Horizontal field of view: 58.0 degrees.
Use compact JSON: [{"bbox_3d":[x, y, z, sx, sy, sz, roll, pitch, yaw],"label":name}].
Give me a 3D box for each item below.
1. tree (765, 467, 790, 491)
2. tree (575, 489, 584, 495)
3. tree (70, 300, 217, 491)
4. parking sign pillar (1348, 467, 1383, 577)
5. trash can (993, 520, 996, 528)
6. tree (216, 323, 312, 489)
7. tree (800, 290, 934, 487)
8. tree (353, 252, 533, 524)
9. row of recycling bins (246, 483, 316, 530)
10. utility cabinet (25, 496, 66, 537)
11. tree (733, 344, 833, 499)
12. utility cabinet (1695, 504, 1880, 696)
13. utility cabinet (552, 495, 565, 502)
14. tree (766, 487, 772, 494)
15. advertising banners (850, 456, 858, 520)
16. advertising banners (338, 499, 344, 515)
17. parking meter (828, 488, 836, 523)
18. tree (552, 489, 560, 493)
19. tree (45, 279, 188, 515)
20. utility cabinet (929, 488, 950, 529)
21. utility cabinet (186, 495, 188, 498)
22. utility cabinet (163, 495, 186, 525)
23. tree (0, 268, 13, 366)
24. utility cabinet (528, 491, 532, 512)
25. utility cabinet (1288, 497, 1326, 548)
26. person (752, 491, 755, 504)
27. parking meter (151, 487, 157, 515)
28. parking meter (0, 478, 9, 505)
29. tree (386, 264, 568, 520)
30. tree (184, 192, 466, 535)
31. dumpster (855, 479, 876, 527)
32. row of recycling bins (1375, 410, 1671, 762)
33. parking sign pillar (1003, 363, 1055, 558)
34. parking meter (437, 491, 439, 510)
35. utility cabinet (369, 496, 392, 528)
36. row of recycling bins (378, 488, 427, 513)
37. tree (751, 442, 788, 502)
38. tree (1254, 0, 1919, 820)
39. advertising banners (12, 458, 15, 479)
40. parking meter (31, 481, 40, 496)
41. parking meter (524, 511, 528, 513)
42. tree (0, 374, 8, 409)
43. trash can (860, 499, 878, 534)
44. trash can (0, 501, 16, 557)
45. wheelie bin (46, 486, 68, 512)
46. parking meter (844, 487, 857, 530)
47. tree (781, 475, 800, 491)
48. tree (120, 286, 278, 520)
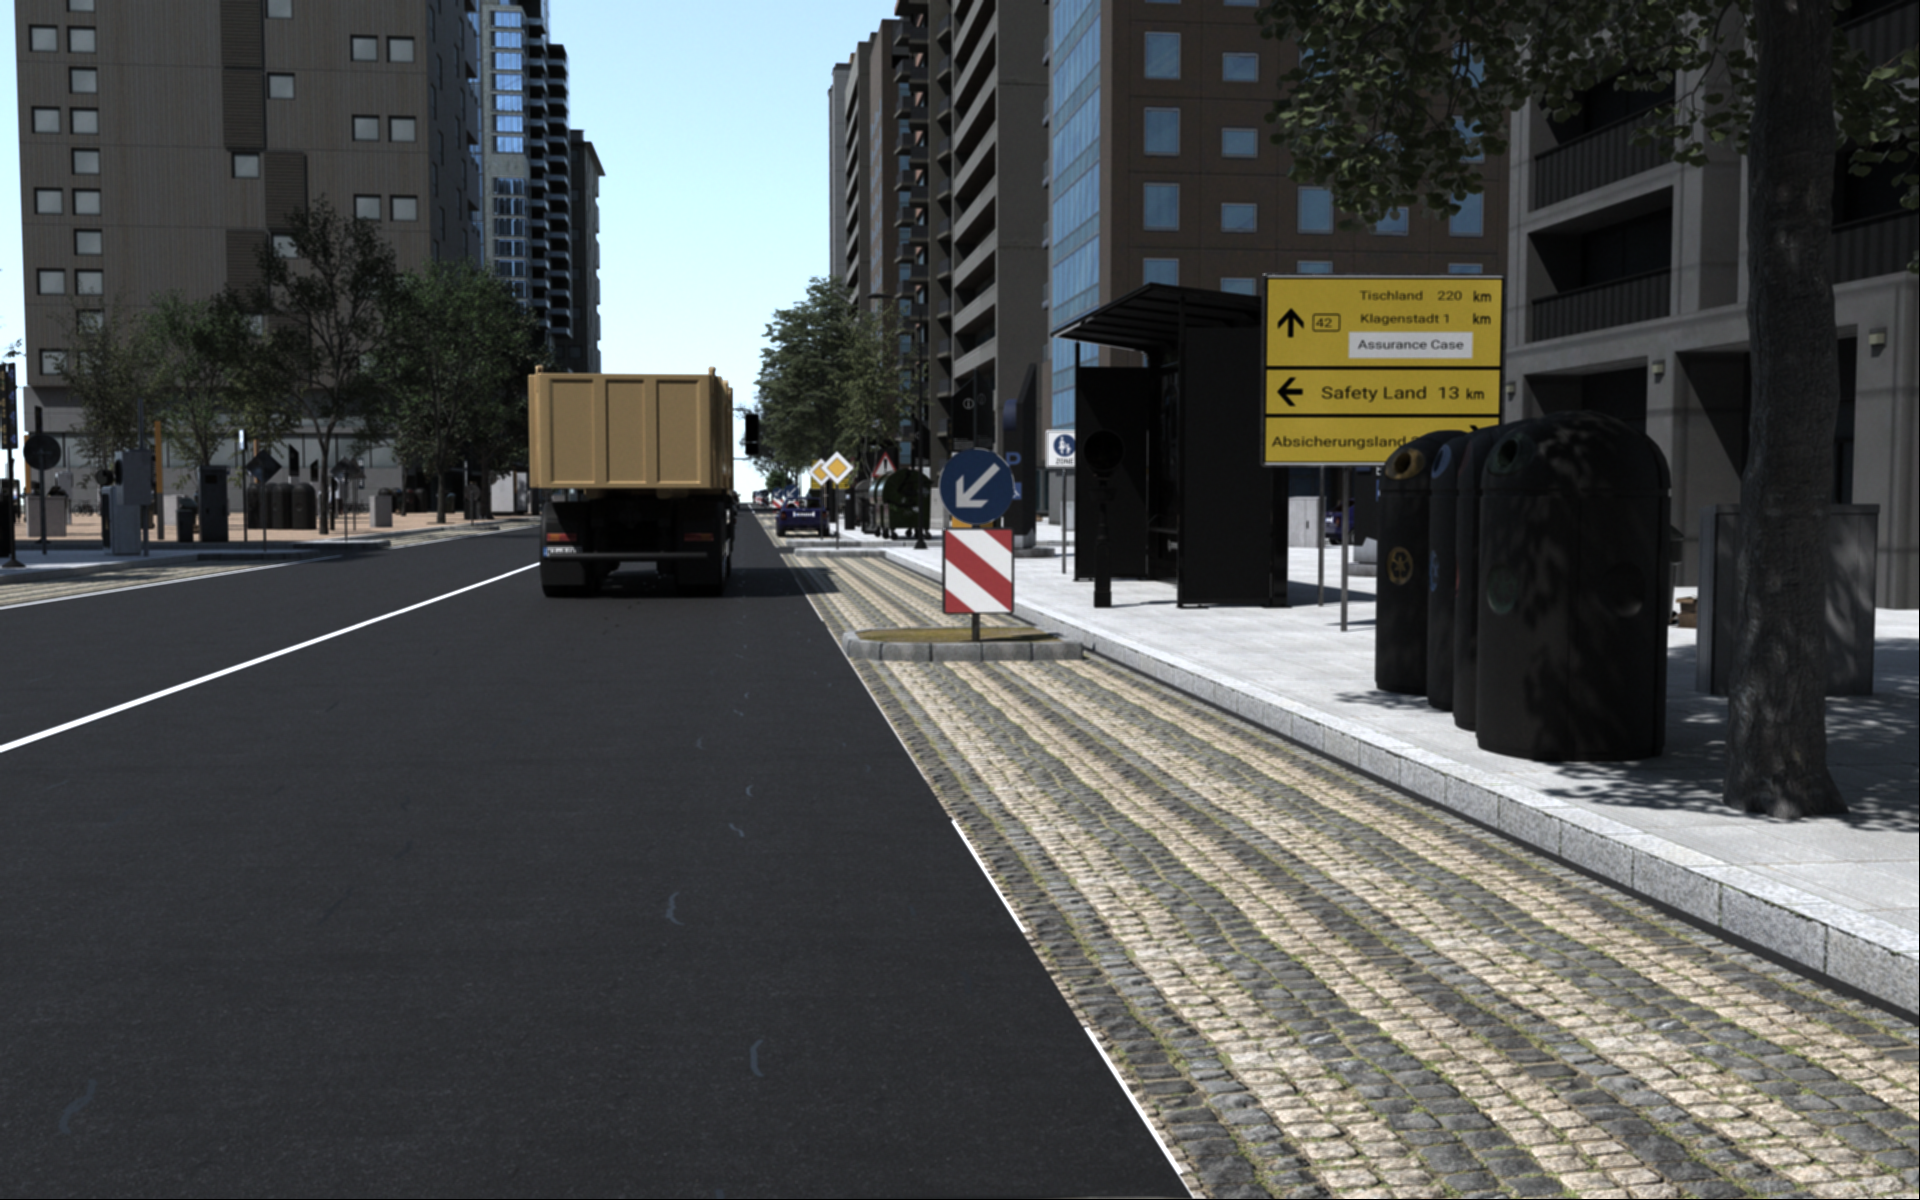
[{"bbox_3d":[-21.783,-13.683,207.435,4.285,4.588,4.351,0,3,0],"label":"tree"},{"bbox_3d":[-30.992,-9.078,143.021,1.663,3.219,1.824,0,3,0],"label":"tree"},{"bbox_3d":[-32.195,-7.114,66.676,4.737,8.622,4.395,0,3,0],"label":"tree"},{"bbox_3d":[6.808,-2.366,27.162,1.447,3.967,1.447,-2,4,-32],"label":"parking sign pillar"},{"bbox_3d":[0.541,-1.768,40.554,0.748,1.137,0.748,0,3,0],"label":"trash can"},{"bbox_3d":[-30.398,-7.636,75.205,4.737,8.622,4.395,0,3,0],"label":"tree"},{"bbox_3d":[-3.136,-6.923,63.546,4.737,8.622,4.395,0,3,0],"label":"tree"},{"bbox_3d":[-22.380,-9.103,74.596,9.928,11.665,9.643,0,3,0],"label":"tree"},{"bbox_3d":[-24.772,-3.426,63.132,3.534,1.692,1.069,2,4,34],"label":"row of recycling bins"},{"bbox_3d":[-27.373,-2.490,51.868,1.020,1.237,0.306,-3,5,-40],"label":"utility cabinet"},{"bbox_3d":[-13.377,-14.072,140.441,12.009,13.543,11.850,0,3,0],"label":"tree"},{"bbox_3d":[5.307,0.001,11.143,1.020,1.237,0.306,0,4,2],"label":"utility cabinet"},{"bbox_3d":[-27.978,-6.723,121.087,1.020,1.237,0.306,-2,4,-30],"label":"utility cabinet"},{"bbox_3d":[-27.135,-15.566,249.108,1.663,3.219,1.824,0,3,0],"label":"tree"},{"bbox_3d":[-4.651,-5.129,80.053,0.090,3.025,2.074,-2,4,-26],"label":"advertising banners"},{"bbox_3d":[-37.364,-6.625,104.505,0.090,3.025,2.074,0,4,-4],"label":"advertising banners"},{"bbox_3d":[-5.694,-4.213,77.288,0.372,1.533,0.369,0,3,0],"label":"parking meter"},{"bbox_3d":[-27.383,-7.450,116.410,1.663,3.219,1.824,0,3,0],"label":"tree"},{"bbox_3d":[-29.459,-6.717,60.191,4.360,8.622,3.978,0,3,0],"label":"tree"},{"bbox_3d":[-0.830,-3.305,62.715,0.318,1.500,1.173,-2,4,-35],"label":"utility cabinet"},{"bbox_3d":[-44.051,-5.303,97.865,1.020,1.237,0.306,2,4,26],"label":"utility cabinet"},{"bbox_3d":[-32.345,-3.662,71.039,1.020,1.237,0.306,2,4,25],"label":"utility cabinet"},{"bbox_3d":[-30.623,-6.241,52.409,4.360,8.622,3.978,0,3,0],"label":"tree"},{"bbox_3d":[-29.791,-6.752,119.067,1.173,1.500,0.318,2,4,30],"label":"utility cabinet"},{"bbox_3d":[8.272,-1.849,41.392,0.306,1.237,1.020,-2,4,-32],"label":"utility cabinet"},{"bbox_3d":[-28.961,-14.352,243.085,0.705,1.831,1.348,0,4,7],"label":"person"},{"bbox_3d":[-49.357,-6.141,106.111,0.399,1.863,0.255,1,4,22],"label":"parking meter"},{"bbox_3d":[-35.398,-3.579,64.232,0.255,1.863,0.399,-2,4,-35],"label":"parking meter"},{"bbox_3d":[-23.767,-10.384,86.787,9.611,12.733,9.660,0,3,0],"label":"tree"},{"bbox_3d":[-20.199,-7.338,54.383,8.767,10.594,7.601,0,4,-7],"label":"tree"},{"bbox_3d":[-3.518,-3.818,68.184,1.264,1.857,1.865,0,4,-7],"label":"dumpster"},{"bbox_3d":[3.153,-0.174,9.964,1.069,1.692,3.534,0,4,3],"label":"row of recycling bins"},{"bbox_3d":[1.217,-2.857,35.184,1.447,3.967,1.447,1,4,14],"label":"parking sign pillar"},{"bbox_3d":[-34.725,-6.555,115.589,0.372,1.533,0.369,0,3,0],"label":"parking meter"},{"bbox_3d":[-22.380,-3.411,66.926,0.306,1.237,1.020,1,4,19],"label":"utility cabinet"},{"bbox_3d":[-37.684,-6.724,117.044,1.069,1.692,3.534,3,5,39],"label":"row of recycling bins"},{"bbox_3d":[-29.488,-21.257,273.302,9.928,11.665,9.643,0,3,0],"label":"tree"},{"bbox_3d":[2.955,-5.428,6.868,7.486,12.596,7.792,0,3,0],"label":"tree"},{"bbox_3d":[-46.374,-5.381,84.167,0.090,3.025,2.074,0,4,-4],"label":"advertising banners"},{"bbox_3d":[-40.846,-4.333,76.548,0.399,1.863,0.255,2,4,28],"label":"parking meter"},{"bbox_3d":[-28.875,-6.515,114.925,0.372,1.533,0.369,0,3,0],"label":"parking meter"},{"bbox_3d":[-16.660,-2.649,27.025,4.285,4.588,4.351,0,3,0],"label":"tree"},{"bbox_3d":[-2.873,-2.702,55.825,0.748,1.137,0.748,0,3,0],"label":"trash can"},{"bbox_3d":[-19.578,-1.438,35.166,0.748,1.137,0.748,0,3,0],"label":"trash can"},{"bbox_3d":[-36.380,-3.786,69.804,0.693,1.594,0.980,0,4,-2],"label":"wheelie bin"},{"bbox_3d":[-3.956,-3.287,62.155,0.372,1.533,0.369,0,3,0],"label":"parking meter"},{"bbox_3d":[-19.522,-12.331,196.213,1.663,3.219,1.824,0,3,0],"label":"tree"},{"bbox_3d":[-38.183,-9.890,87.450,9.928,11.665,9.643,0,3,0],"label":"tree"}]
